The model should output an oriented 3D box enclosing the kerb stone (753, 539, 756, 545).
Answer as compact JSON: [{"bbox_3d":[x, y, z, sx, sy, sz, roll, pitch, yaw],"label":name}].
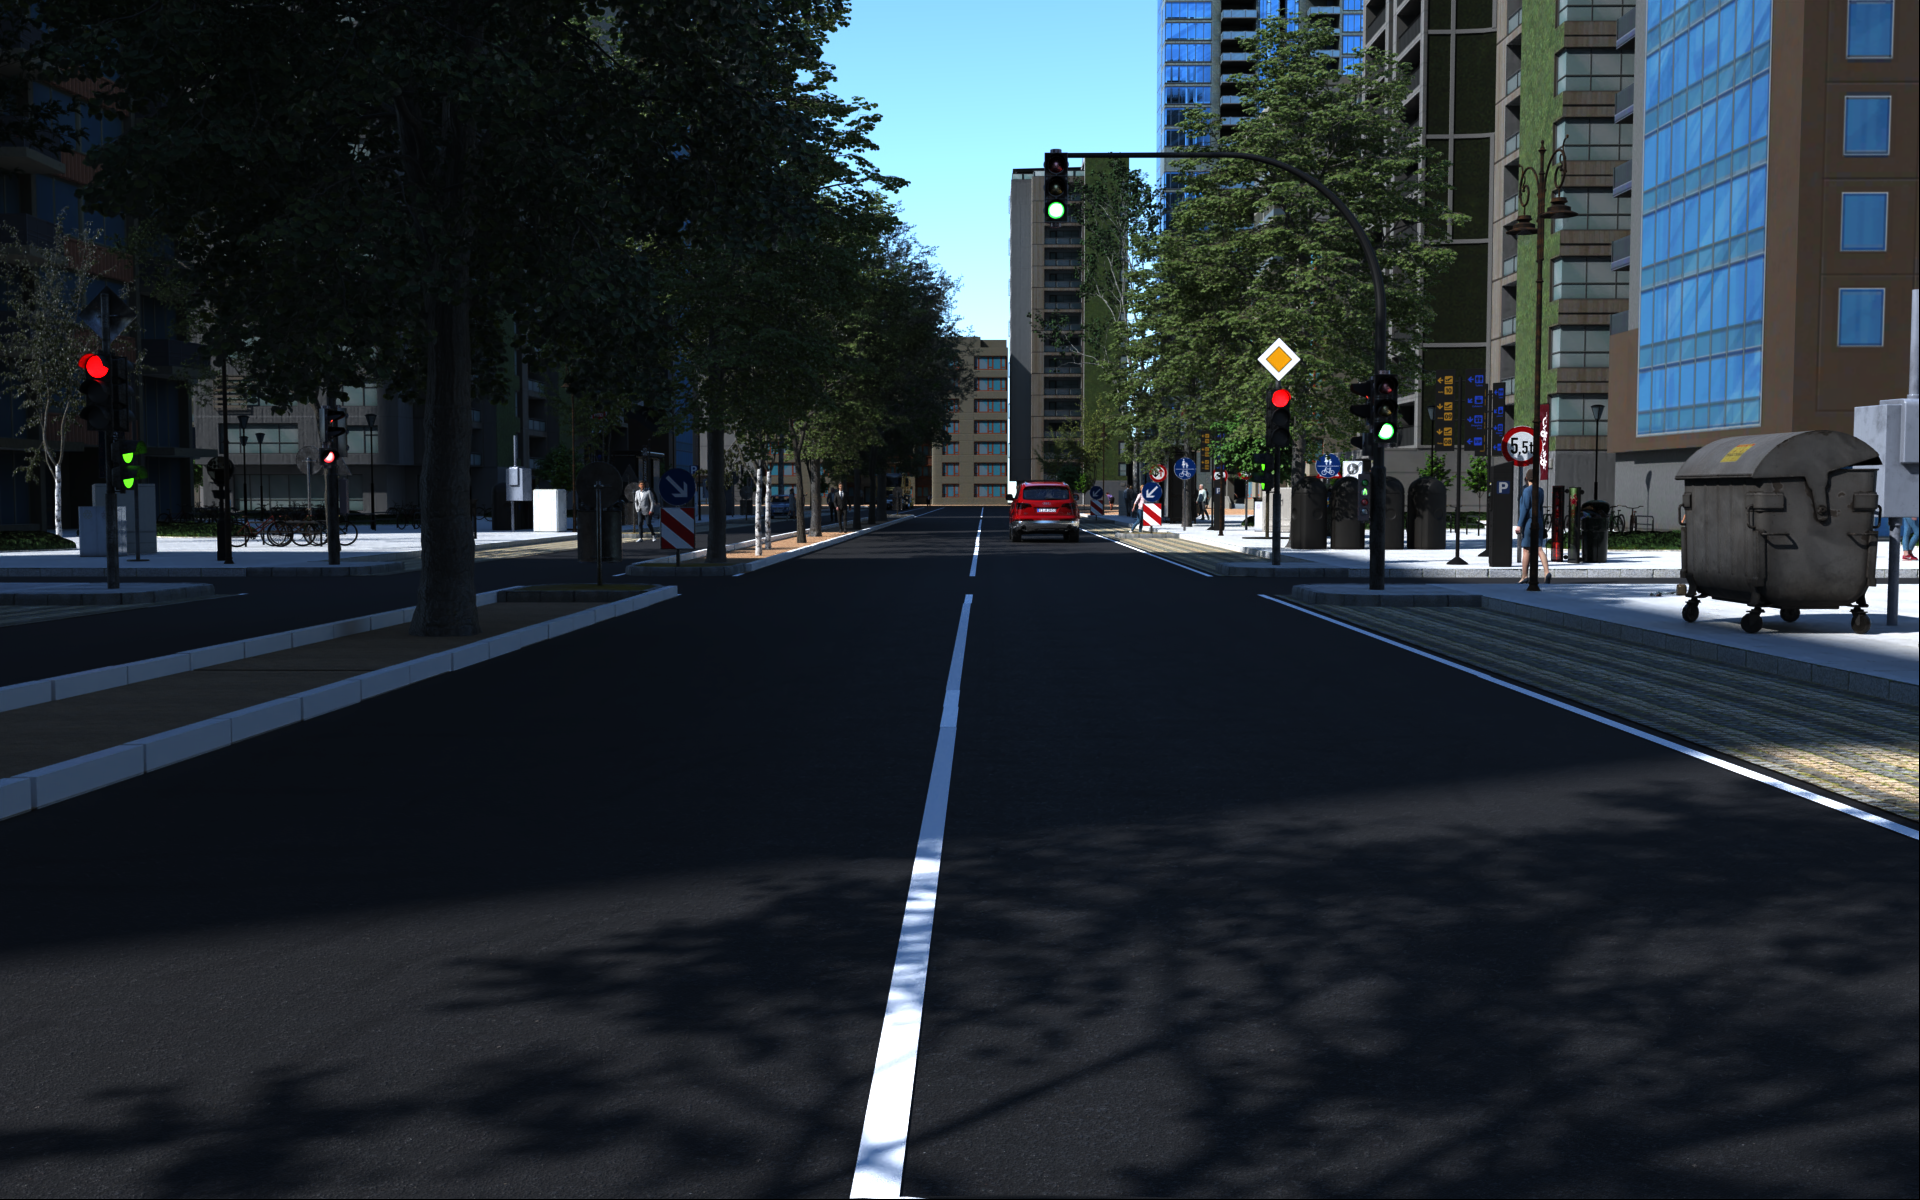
[{"bbox_3d":[-5.777,-1.570,47.871,0.120,0.150,1.000,0,4,1],"label":"kerb stone"}]

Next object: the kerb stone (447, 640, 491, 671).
[{"bbox_3d":[-4.156,0.472,14.528,0.120,0.150,1.000,0,4,1],"label":"kerb stone"}]

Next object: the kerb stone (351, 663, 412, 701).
[{"bbox_3d":[-4.192,0.594,12.480,0.120,0.150,1.000,0,4,1],"label":"kerb stone"}]

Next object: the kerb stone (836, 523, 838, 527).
[{"bbox_3d":[-5.403,-3.138,73.499,0.120,0.150,1.000,0,4,1],"label":"kerb stone"}]

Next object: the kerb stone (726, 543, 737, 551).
[{"bbox_3d":[-5.840,-1.319,43.773,0.120,0.150,1.000,0,4,1],"label":"kerb stone"}]

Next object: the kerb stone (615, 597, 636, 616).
[{"bbox_3d":[-4.066,0.096,20.679,0.120,0.150,1.000,0,4,1],"label":"kerb stone"}]

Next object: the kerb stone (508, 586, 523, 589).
[{"bbox_3d":[-6.135,-0.092,23.703,0.120,0.150,1.000,0,4,1],"label":"kerb stone"}]

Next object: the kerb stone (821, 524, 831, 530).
[{"bbox_3d":[-5.457,-2.950,70.423,0.120,0.150,1.000,0,4,1],"label":"kerb stone"}]

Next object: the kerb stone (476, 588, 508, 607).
[{"bbox_3d":[-6.147,-0.030,22.681,0.120,0.150,1.000,0,4,1],"label":"kerb stone"}]

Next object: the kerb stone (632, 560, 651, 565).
[{"bbox_3d":[-6.000,-0.629,32.491,0.120,0.150,1.000,0,4,1],"label":"kerb stone"}]

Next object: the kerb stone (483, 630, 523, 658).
[{"bbox_3d":[-4.141,0.407,15.549,0.120,0.150,1.000,0,4,1],"label":"kerb stone"}]

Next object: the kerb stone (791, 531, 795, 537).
[{"bbox_3d":[-5.643,-2.134,57.094,0.120,0.150,1.000,0,4,1],"label":"kerb stone"}]

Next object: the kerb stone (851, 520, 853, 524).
[{"bbox_3d":[-5.285,-3.639,81.689,0.120,0.150,1.000,0,4,1],"label":"kerb stone"}]

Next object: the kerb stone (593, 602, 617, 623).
[{"bbox_3d":[-4.085,0.155,19.657,0.120,0.150,1.000,0,4,1],"label":"kerb stone"}]

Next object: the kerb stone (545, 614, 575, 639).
[{"bbox_3d":[-4.114,0.281,17.604,0.120,0.150,1.000,0,4,1],"label":"kerb stone"}]

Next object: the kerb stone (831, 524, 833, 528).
[{"bbox_3d":[-5.430,-3.013,71.452,0.120,0.150,1.000,0,4,1],"label":"kerb stone"}]

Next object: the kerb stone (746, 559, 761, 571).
[{"bbox_3d":[-3.899,-0.622,32.461,0.120,0.150,1.000,0,4,1],"label":"kerb stone"}]

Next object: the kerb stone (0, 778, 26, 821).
[{"bbox_3d":[-4.267,0.910,7.330,0.120,0.150,1.000,0,4,1],"label":"kerb stone"}]

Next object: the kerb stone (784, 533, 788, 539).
[{"bbox_3d":[-5.667,-2.009,55.048,0.120,0.150,1.000,0,4,1],"label":"kerb stone"}]

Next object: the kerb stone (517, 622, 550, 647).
[{"bbox_3d":[-4.130,0.344,16.577,0.120,0.150,1.000,0,4,1],"label":"kerb stone"}]

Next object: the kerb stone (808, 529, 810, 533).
[{"bbox_3d":[-5.535,-2.573,64.270,0.120,0.150,1.000,0,4,1],"label":"kerb stone"}]

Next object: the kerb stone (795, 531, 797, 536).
[{"bbox_3d":[-5.619,-2.197,58.116,0.120,0.150,1.000,0,4,1],"label":"kerb stone"}]

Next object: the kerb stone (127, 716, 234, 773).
[{"bbox_3d":[-4.231,0.783,9.393,0.120,0.150,1.000,0,4,1],"label":"kerb stone"}]

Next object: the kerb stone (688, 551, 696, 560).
[{"bbox_3d":[-5.926,-0.943,37.616,0.120,0.150,1.000,0,4,1],"label":"kerb stone"}]

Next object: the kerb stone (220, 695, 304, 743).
[{"bbox_3d":[-4.221,0.721,10.415,0.120,0.150,1.000,0,4,1],"label":"kerb stone"}]

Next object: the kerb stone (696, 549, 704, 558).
[{"bbox_3d":[-5.906,-1.002,38.646,0.120,0.150,1.000,0,4,1],"label":"kerb stone"}]

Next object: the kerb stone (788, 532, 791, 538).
[{"bbox_3d":[-5.657,-2.072,56.070,0.120,0.150,1.000,0,4,1],"label":"kerb stone"}]

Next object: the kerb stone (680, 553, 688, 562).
[{"bbox_3d":[-5.940,-0.881,36.594,0.120,0.150,1.000,0,4,1],"label":"kerb stone"}]

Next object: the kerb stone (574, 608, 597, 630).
[{"bbox_3d":[-4.101,0.222,18.630,0.120,0.150,1.000,0,4,1],"label":"kerb stone"}]

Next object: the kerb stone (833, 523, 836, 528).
[{"bbox_3d":[-5.417,-3.075,72.475,0.120,0.150,1.000,0,4,1],"label":"kerb stone"}]

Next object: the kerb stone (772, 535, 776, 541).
[{"bbox_3d":[-5.714,-1.821,51.974,0.120,0.150,1.000,0,4,1],"label":"kerb stone"}]

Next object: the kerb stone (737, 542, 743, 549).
[{"bbox_3d":[-5.808,-1.382,44.795,0.120,0.150,1.000,0,4,1],"label":"kerb stone"}]

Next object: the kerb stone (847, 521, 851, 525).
[{"bbox_3d":[-5.309,-3.576,80.667,0.120,0.150,1.000,0,4,1],"label":"kerb stone"}]

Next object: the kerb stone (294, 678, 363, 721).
[{"bbox_3d":[-4.199,0.658,11.437,0.120,0.150,1.000,0,4,1],"label":"kerb stone"}]

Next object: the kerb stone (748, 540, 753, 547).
[{"bbox_3d":[-5.790,-1.504,46.849,0.120,0.150,1.000,0,4,1],"label":"kerb stone"}]

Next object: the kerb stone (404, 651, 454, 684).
[{"bbox_3d":[-4.181,0.534,13.503,0.120,0.150,1.000,0,4,1],"label":"kerb stone"}]

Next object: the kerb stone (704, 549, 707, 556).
[{"bbox_3d":[-5.895,-1.069,39.669,0.120,0.150,1.000,0,4,1],"label":"kerb stone"}]

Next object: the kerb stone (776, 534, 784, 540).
[{"bbox_3d":[-5.685,-1.946,54.020,0.120,0.150,1.000,0,4,1],"label":"kerb stone"}]

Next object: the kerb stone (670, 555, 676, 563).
[{"bbox_3d":[-5.949,-0.818,35.562,0.120,0.150,1.000,0,4,1],"label":"kerb stone"}]

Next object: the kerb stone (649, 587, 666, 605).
[{"bbox_3d":[-4.037,-0.031,22.724,0.120,0.150,1.000,0,4,1],"label":"kerb stone"}]

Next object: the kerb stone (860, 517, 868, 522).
[{"bbox_3d":[-5.124,-4.325,92.956,0.120,0.150,1.000,0,4,1],"label":"kerb stone"}]

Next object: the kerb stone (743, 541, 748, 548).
[{"bbox_3d":[-5.802,-1.438,45.827,0.120,0.150,1.000,0,4,1],"label":"kerb stone"}]

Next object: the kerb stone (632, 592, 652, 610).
[{"bbox_3d":[-4.050,0.033,21.701,0.120,0.150,1.000,0,4,1],"label":"kerb stone"}]

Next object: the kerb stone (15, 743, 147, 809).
[{"bbox_3d":[-4.246,0.848,8.366,0.120,0.150,1.000,0,4,1],"label":"kerb stone"}]

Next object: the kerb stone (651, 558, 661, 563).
[{"bbox_3d":[-5.991,-0.692,33.516,0.120,0.150,1.000,0,4,1],"label":"kerb stone"}]

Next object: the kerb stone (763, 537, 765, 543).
[{"bbox_3d":[-5.752,-1.694,49.922,0.120,0.150,1.000,0,4,1],"label":"kerb stone"}]

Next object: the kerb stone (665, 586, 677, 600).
[{"bbox_3d":[-4.023,-0.095,23.746,0.120,0.150,1.000,0,4,1],"label":"kerb stone"}]

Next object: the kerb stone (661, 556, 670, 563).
[{"bbox_3d":[-5.977,-0.755,34.540,0.120,0.150,1.000,0,4,1],"label":"kerb stone"}]

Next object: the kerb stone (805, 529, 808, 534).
[{"bbox_3d":[-5.580,-2.385,61.194,0.120,0.150,1.000,0,4,1],"label":"kerb stone"}]

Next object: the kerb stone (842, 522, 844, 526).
[{"bbox_3d":[-5.362,-3.324,76.570,0.120,0.150,1.000,0,4,1],"label":"kerb stone"}]
